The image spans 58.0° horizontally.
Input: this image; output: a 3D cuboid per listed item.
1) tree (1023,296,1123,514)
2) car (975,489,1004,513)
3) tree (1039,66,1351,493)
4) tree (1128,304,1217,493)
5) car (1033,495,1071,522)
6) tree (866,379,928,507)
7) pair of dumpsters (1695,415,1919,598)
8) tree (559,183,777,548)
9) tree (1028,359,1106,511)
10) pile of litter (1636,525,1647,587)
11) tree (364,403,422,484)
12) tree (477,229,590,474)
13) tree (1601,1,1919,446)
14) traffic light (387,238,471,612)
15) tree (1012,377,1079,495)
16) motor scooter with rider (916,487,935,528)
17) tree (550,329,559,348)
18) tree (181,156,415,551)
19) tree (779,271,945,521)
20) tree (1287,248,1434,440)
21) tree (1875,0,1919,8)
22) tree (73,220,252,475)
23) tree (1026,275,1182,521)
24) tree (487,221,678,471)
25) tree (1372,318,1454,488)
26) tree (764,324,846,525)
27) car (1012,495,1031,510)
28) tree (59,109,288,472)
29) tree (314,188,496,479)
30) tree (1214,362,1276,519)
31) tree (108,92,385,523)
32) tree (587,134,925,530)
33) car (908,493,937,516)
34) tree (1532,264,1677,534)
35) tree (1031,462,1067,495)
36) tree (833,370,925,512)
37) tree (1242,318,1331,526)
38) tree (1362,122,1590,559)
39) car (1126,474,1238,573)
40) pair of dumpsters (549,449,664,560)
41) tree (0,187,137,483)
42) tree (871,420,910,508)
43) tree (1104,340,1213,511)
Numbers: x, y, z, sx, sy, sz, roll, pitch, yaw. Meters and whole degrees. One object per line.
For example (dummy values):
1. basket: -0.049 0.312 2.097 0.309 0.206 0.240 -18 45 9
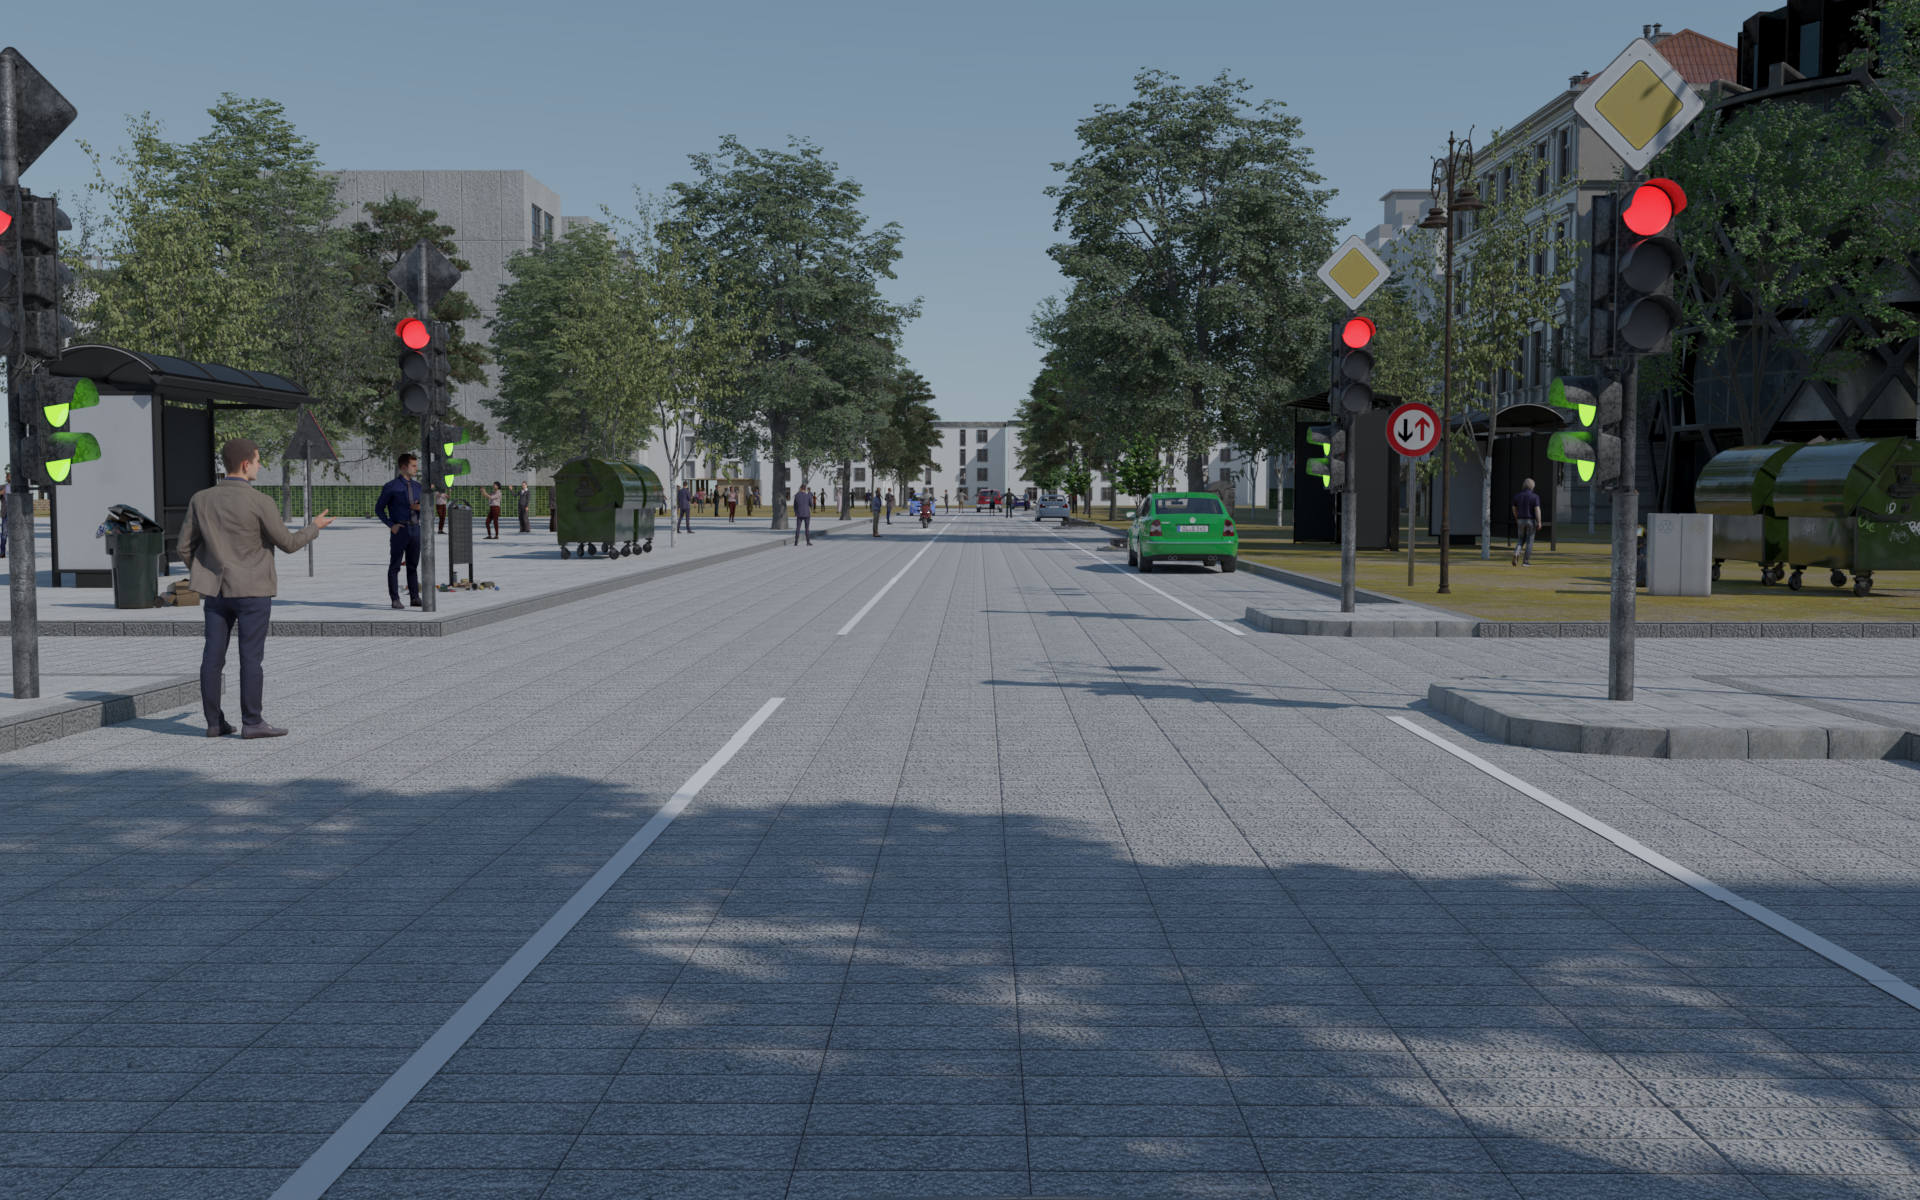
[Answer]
1. tree: 7.916 -12.384 109.908 7.806 13.903 7.818 0 3 0
2. car: 2.299 -7.694 134.467 2.281 1.827 5.304 0 4 1
3. tree: 6.881 -8.821 50.876 9.857 13.997 8.962 0 3 0
4. tree: 7.352 -6.824 61.930 4.360 8.622 3.978 0 3 0
5. car: 4.827 -4.819 90.785 2.014 1.417 4.499 0 4 1
6. tree: -5.985 -15.293 168.171 7.486 12.596 7.792 0 3 0
7. pair of dumpsters: 11.606 -1.279 23.401 1.574 2.255 4.436 0 4 1
8. tree: -6.733 -5.553 41.154 4.737 8.622 4.395 0 3 0
9. tree: 8.643 -12.985 134.353 6.751 12.117 7.091 0 3 0
10. pile of litter: 9.829 -0.628 24.226 1.176 0.858 1.719 2 4 26
11. tree: -27.973 -8.336 86.664 4.737 8.622 4.395 0 3 0
12. tree: -18.266 -10.768 82.707 9.857 13.997 8.962 0 3 0
13. tree: 20.111 -7.227 43.915 9.928 11.665 9.643 0 3 0
14. traffic light: -5.773 -1.805 18.765 0.839 4.213 0.868 0 4 1
15. tree: 8.411 -15.249 167.454 7.486 12.596 7.792 0 3 0
16. motor scooter with rider: -1.477 -3.911 72.910 0.876 1.779 1.986 0 4 2
17. tree: -10.231 -6.213 51.950 4.737 8.622 4.395 0 3 0
18. tree: -14.445 -5.408 38.779 4.360 8.622 3.978 0 3 0
19. tree: -5.497 -9.893 83.810 6.751 12.117 7.091 0 3 0
20. tree: 18.313 -9.861 79.359 7.486 12.596 7.792 0 3 0
21. tree: 18.453 -6.370 29.900 9.928 11.665 9.643 0 3 0
22. tree: -31.010 -8.863 66.962 6.751 12.117 7.091 0 3 0
23. tree: 7.112 -9.512 81.279 9.928 11.665 9.643 0 3 0
24. tree: -15.622 -9.415 72.064 7.486 12.596 7.792 0 3 0
25. tree: 18.259 -7.331 70.223 4.360 8.622 3.978 0 3 0
26. tree: -6.358 -7.427 71.799 4.360 8.622 3.978 0 3 0
27. car: 5.609 -9.061 160.724 1.945 1.354 3.894 0 4 -1
28. tree: -15.143 -5.088 33.557 4.737 8.622 4.395 0 3 0
29. tree: -20.234 -8.585 62.419 6.751 12.117 7.091 0 3 0
30. tree: 15.356 -8.599 90.963 4.737 8.622 4.395 0 3 0
31. tree: -20.215 -8.024 49.323 7.486 12.596 7.792 0 3 0
32. tree: -6.358 -9.488 61.789 9.857 13.997 8.962 0 3 0
33. car: -2.464 -6.372 113.772 1.945 1.707 3.694 0 4 -1
34. tree: 20.746 -6.458 55.948 4.360 8.622 3.978 0 3 0
35. tree: 7.539 -10.026 147.639 4.285 4.588 4.351 0 3 0
36. tree: -5.841 -11.396 120.738 7.601 10.594 8.767 -2 4 -32
37. tree: 12.788 -7.228 68.532 4.360 8.622 3.978 0 3 0
38. tree: 10.259 -5.134 34.301 4.737 8.622 4.395 0 3 0
39. car: 4.180 -1.479 32.976 1.959 1.807 4.718 0 4 1
40. pair of dumpsters: -7.255 -2.030 35.692 1.574 2.255 4.436 0 4 1
41. tree: -21.403 -5.537 40.889 4.360 8.622 3.978 0 3 0
42. tree: -6.030 -12.594 156.274 4.360 8.622 3.978 0 3 0
43. tree: 7.837 -7.567 74.084 4.737 8.622 4.395 0 3 0
